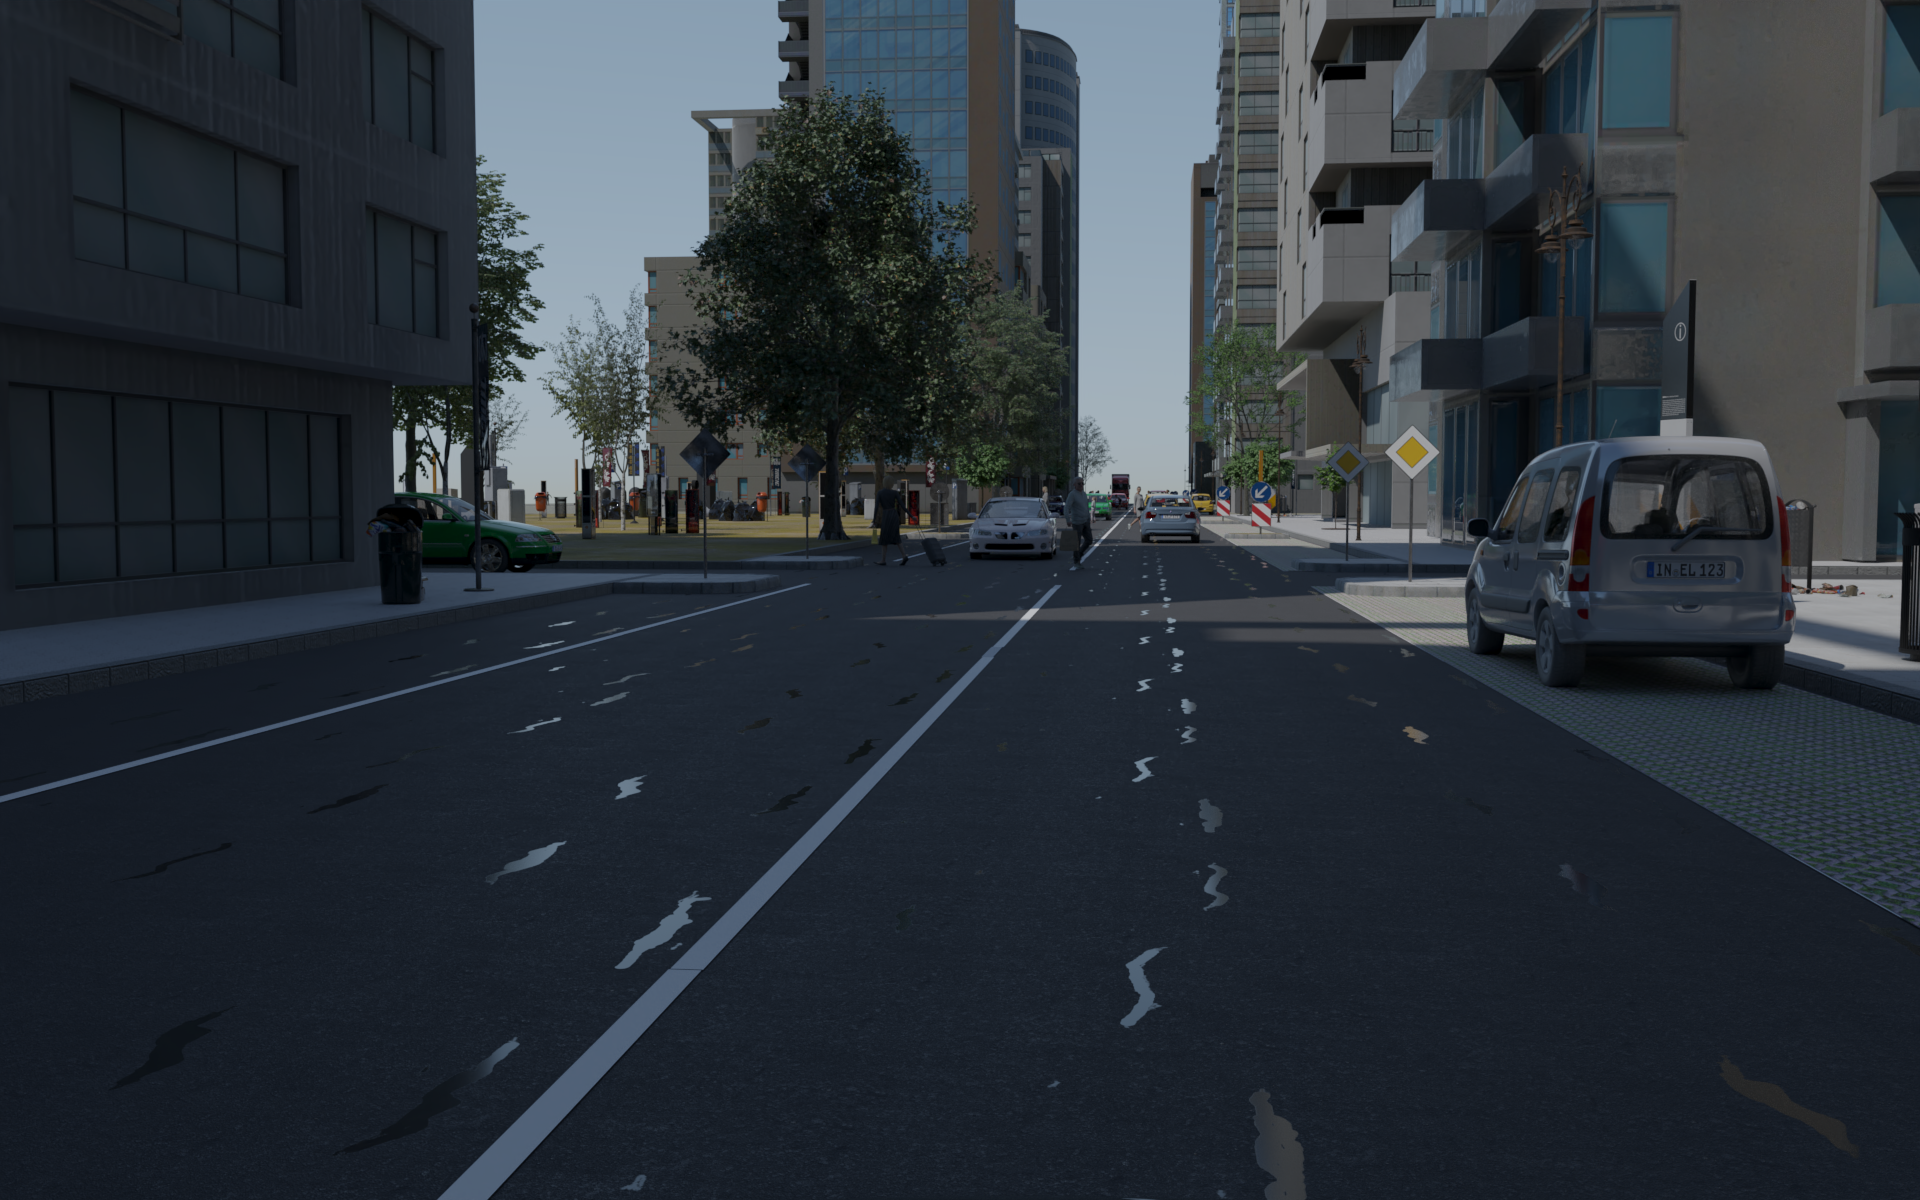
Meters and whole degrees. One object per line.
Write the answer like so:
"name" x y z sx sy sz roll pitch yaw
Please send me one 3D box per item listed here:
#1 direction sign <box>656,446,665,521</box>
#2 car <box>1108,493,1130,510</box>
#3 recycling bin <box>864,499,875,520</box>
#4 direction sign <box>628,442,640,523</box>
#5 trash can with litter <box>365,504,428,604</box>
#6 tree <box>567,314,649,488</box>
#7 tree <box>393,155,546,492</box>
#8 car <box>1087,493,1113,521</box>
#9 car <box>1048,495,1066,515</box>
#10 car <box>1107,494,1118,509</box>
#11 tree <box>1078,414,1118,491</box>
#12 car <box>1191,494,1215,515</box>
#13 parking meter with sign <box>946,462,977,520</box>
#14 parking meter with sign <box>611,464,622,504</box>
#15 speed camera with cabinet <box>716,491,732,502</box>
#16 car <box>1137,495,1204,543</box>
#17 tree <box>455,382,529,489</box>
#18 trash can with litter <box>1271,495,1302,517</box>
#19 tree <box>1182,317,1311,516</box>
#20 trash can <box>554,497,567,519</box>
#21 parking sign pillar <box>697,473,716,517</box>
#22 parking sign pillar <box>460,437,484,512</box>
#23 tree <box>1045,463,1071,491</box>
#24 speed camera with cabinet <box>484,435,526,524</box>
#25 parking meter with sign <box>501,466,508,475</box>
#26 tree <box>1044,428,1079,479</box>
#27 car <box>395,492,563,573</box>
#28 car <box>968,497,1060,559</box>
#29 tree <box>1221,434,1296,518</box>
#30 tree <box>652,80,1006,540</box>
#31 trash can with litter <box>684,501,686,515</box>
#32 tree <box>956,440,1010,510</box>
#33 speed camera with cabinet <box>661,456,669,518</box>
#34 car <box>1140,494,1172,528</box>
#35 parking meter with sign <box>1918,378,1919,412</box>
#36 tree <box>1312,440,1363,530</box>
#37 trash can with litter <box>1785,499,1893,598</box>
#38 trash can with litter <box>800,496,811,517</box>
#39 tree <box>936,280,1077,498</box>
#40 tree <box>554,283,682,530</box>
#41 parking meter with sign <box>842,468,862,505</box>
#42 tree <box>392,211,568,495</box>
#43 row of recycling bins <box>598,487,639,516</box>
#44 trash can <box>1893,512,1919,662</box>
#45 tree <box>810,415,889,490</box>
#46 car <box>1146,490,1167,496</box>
"direction sign" -14.194 -5.509 82.070 0.379 3.537 0.876 -3 4 -37
"car" 14.806 -9.348 161.872 2.155 1.783 4.494 0 4 5
"recycling bin" -4.373 -4.553 86.987 0.722 1.027 0.722 1 4 11
"direction sign" -14.228 -5.112 75.578 0.379 3.537 0.876 -3 5 -43
"trash can with litter" -6.630 -0.555 20.456 0.624 1.170 1.055 -1 4 -12
"tree" -15.271 -7.423 71.724 4.737 8.622 4.395 0 3 0
"tree" -15.499 -8.066 50.005 7.486 12.596 7.792 0 3 0
"car" 7.380 -5.255 94.714 1.959 1.807 4.718 0 4 6
"car" 6.387 -6.540 119.505 1.945 1.354 3.894 0 4 6
"car" 14.675 -9.661 169.952 2.014 1.417 4.499 0 4 7
"tree" 19.041 -21.737 265.762 12.009 13.543 11.850 0 3 0
"car" 16.529 -6.658 119.080 2.015 1.641 3.980 0 4 5
"parking meter with sign" 0.012 -5.451 85.385 1.738 3.016 0.543 -3 4 -37
"parking meter with sign" -19.027 -6.085 95.743 0.543 3.016 1.738 -2 4 -29
"speed camera with cabinet" -14.167 -6.483 100.336 2.038 3.252 0.660 -3 5 -44
"car" 6.326 -2.449 52.044 2.014 1.417 4.499 0 4 7
"tree" -24.829 -8.561 90.334 4.360 8.622 3.978 0 3 0
"trash can with litter" 18.581 -5.362 98.734 1.678 1.210 2.233 0 4 7
"tree" 16.798 -10.699 100.678 9.928 11.665 9.643 0 3 0
"trash can" -20.904 -4.833 90.672 0.748 1.137 0.748 0 3 0
"parking sign pillar" -14.044 -6.568 95.852 1.447 3.967 1.447 -3 5 -42
"parking sign pillar" -22.058 -5.494 78.307 1.447 3.967 1.447 3 5 44
"tree" 9.872 -12.006 180.007 4.285 4.588 4.351 0 3 0
"speed camera with cabinet" -15.053 -3.848 57.256 0.660 3.252 2.038 -3 4 -38
"parking meter with sign" -28.331 -6.782 107.146 0.543 3.016 1.738 -1 4 -9
"tree" 10.381 -14.386 185.569 4.737 8.622 4.395 0 3 0
"car" -9.464 -1.350 30.869 4.718 1.807 1.959 0 4 5
"car" 1.259 -1.673 39.708 2.083 1.381 4.827 0 4 5
"tree" 16.743 -6.750 94.073 4.285 4.588 4.351 0 3 0
"tree" -3.566 -8.026 48.230 9.611 12.733 9.660 0 3 0
"trash can with litter" -16.454 -5.822 106.573 1.055 1.170 0.624 2 4 29
"tree" 1.193 -6.821 95.234 4.285 4.588 4.351 0 3 0
"speed camera with cabinet" -15.302 -5.835 89.742 0.660 3.252 2.038 0 4 1
"car" 8.412 -3.828 72.818 2.015 1.641 3.980 0 4 5
"parking meter with sign" 14.244 -1.725 24.462 0.543 3.016 1.738 0 4 1
"tree" 13.433 -4.148 62.417 1.663 3.219 1.824 0 3 0
"trash can with litter" 10.967 -0.689 22.318 1.678 1.210 2.233 -1 4 -14
"trash can with litter" -8.550 -5.172 95.956 0.624 1.170 1.055 0 4 -1
"tree" 2.007 -11.986 102.634 9.857 13.997 8.962 0 3 0
"tree" -11.877 -6.777 61.162 4.360 8.622 3.978 0 3 0
"parking meter with sign" -6.659 -6.972 110.249 1.738 3.016 0.543 2 4 33
"tree" -12.090 -5.463 39.685 4.737 8.622 4.395 0 3 0
"row of recycling bins" -19.091 -5.658 99.623 3.534 1.692 1.069 -1 4 -22
"trash can" 7.550 -0.098 13.261 0.748 1.137 0.748 0 3 0
"tree" -4.122 -8.097 82.745 4.360 8.622 3.978 0 3 0
"car" 18.488 -9.368 161.838 2.281 1.827 5.304 0 4 6
